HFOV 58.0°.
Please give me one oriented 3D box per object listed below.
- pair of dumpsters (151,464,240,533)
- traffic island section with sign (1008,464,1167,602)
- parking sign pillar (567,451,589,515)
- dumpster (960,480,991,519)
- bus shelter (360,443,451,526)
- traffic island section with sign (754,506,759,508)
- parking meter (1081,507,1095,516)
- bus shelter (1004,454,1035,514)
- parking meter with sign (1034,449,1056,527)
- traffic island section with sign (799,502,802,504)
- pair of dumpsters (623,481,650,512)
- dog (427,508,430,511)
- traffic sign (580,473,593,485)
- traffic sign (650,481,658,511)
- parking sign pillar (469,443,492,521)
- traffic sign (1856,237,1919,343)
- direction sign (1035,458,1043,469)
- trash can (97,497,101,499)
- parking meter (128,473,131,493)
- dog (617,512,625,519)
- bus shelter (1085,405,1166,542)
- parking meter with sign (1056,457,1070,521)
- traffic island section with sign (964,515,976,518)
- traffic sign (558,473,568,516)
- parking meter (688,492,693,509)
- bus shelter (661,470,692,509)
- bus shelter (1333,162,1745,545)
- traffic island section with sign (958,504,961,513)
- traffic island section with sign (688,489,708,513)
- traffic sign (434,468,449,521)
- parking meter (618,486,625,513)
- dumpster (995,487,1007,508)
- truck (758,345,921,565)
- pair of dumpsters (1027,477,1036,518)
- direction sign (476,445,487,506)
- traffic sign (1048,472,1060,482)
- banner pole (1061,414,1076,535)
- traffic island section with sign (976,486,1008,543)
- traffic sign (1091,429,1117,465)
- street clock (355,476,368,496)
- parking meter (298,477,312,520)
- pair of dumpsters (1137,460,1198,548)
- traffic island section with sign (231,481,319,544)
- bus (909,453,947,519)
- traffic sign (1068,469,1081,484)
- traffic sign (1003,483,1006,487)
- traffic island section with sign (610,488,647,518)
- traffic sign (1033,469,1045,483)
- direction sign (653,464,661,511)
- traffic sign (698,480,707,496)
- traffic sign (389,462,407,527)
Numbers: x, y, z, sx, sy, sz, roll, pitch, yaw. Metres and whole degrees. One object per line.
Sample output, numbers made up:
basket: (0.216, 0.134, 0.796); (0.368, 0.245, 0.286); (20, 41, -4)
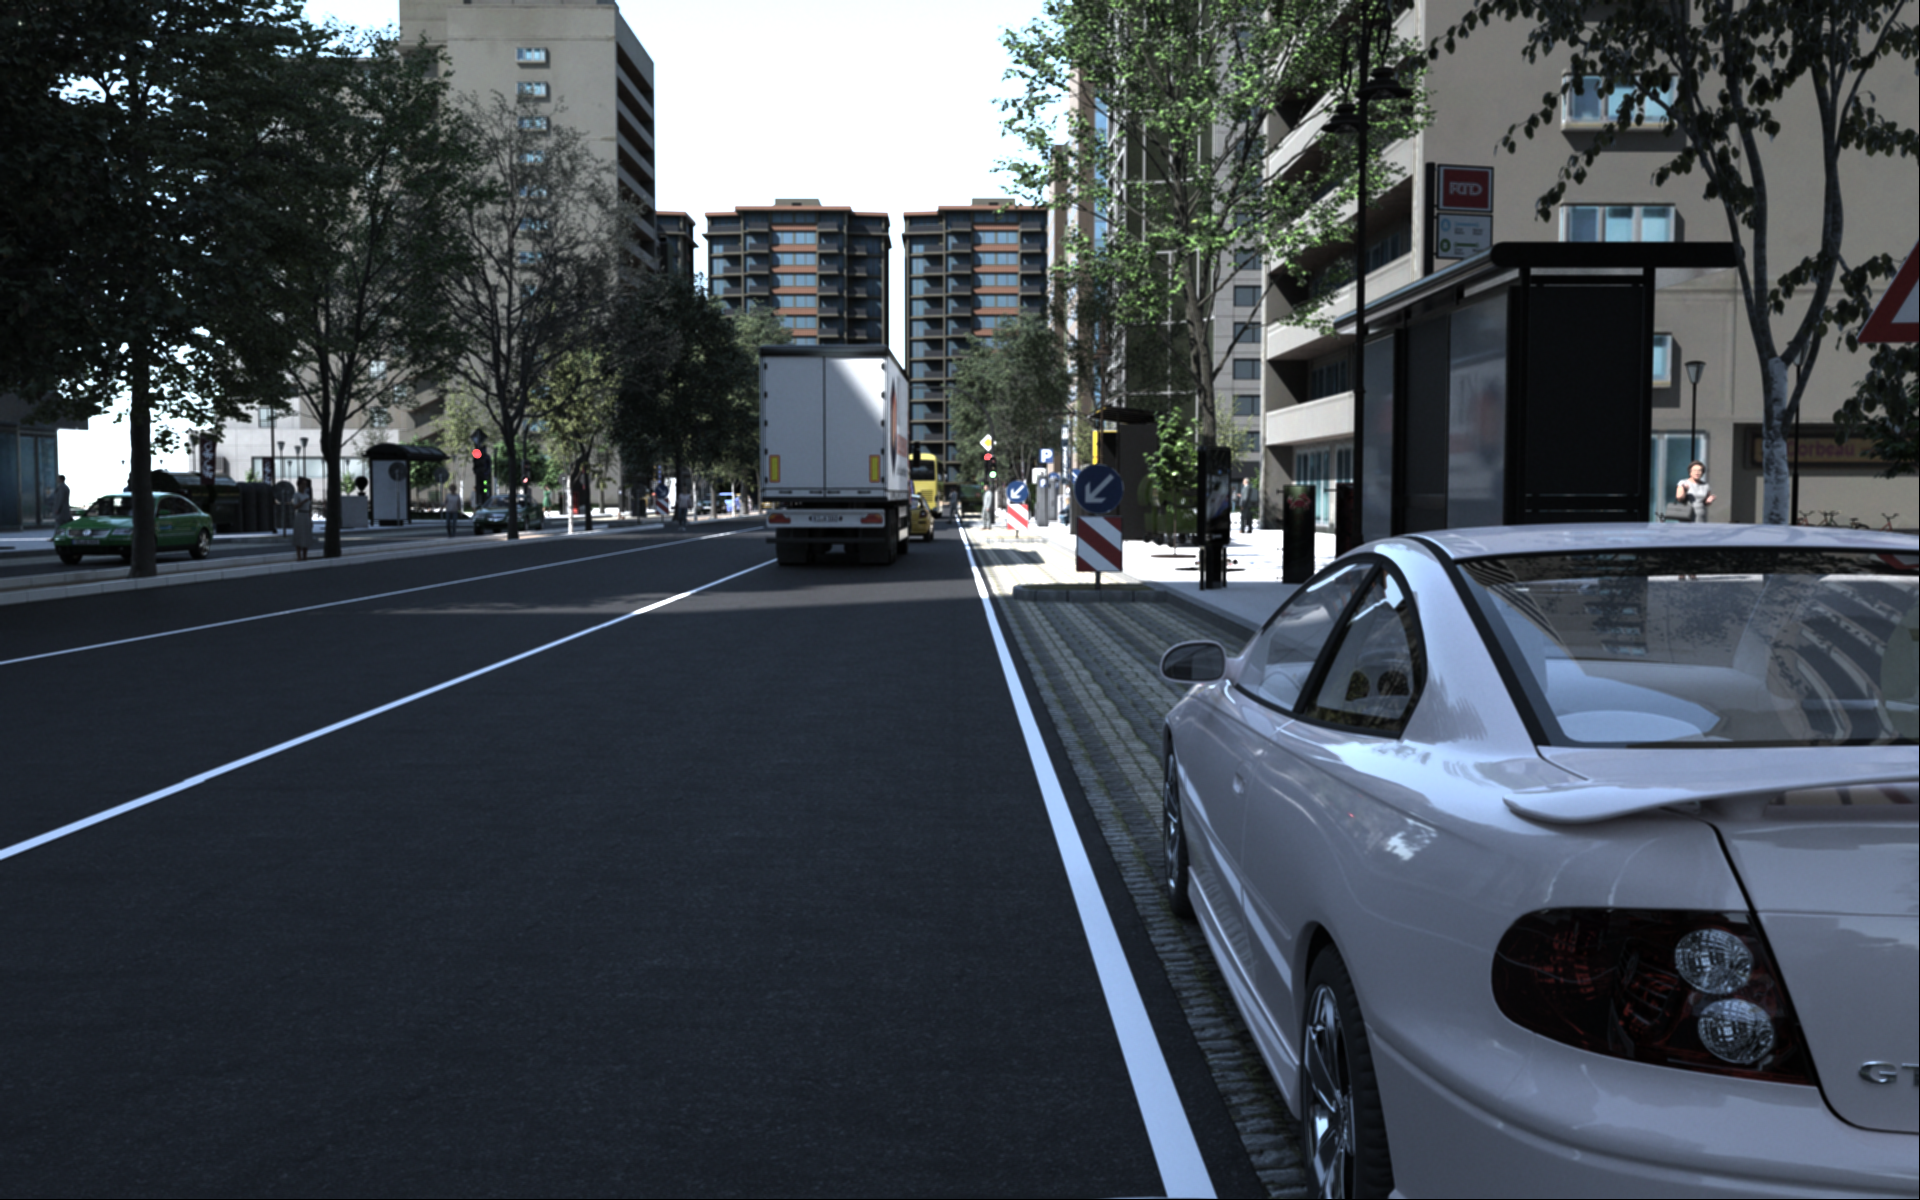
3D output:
pair of dumpsters: (-24.195, -3.165, 54.245); (1.574, 2.255, 4.437); (0, 4, 0)
traffic island section with sign: (1.727, -0.922, 23.700); (1.989, 1.847, 2.006); (0, 4, 0)
parking sign pillar: (-23.594, -7.253, 107.062); (1.447, 3.967, 1.447); (-3, 5, -44)
dumpster: (0.968, -5.883, 101.145); (1.985, 2.255, 1.502); (0, 4, 0)
bus shelter: (-22.769, -4.742, 71.463); (2.014, 3.302, 5.546); (0, 4, 0)
traffic island section with sign: (-20.732, -10.671, 183.096); (1.989, 1.847, 2.006); (0, 4, 0)
parking meter: (3.556, -2.424, 48.040); (0.372, 1.533, 0.369); (0, 3, 0)
bus shelter: (3.602, -6.922, 104.456); (1.731, 3.624, 6.357); (0, 4, 0)
parking meter with sign: (3.235, -4.353, 67.426); (0.543, 3.016, 1.738); (0, 4, -6)
traffic island section with sign: (-14.315, -9.054, 156.172); (2.006, 1.907, 1.989); (0, 4, 0)
pair of dumpsters: (-23.266, -7.420, 123.804); (1.574, 2.255, 4.437); (0, 4, 0)
dog: (-33.264, -5.564, 108.700); (0.550, 0.427, 0.748); (1, 4, 9)
traffic sign: (-22.425, -6.348, 103.901); (0.768, 2.556, 0.104); (0, 4, 0)
traffic sign: (-23.143, -7.887, 131.077); (0.606, 2.300, 0.079); (1, 4, 8)
parking sign pillar: (-23.057, -5.833, 83.844); (1.447, 3.967, 1.447); (0, 4, 1)
traffic sign: (3.600, -0.373, 6.108); (0.884, 2.594, 0.081); (0, 4, 7)
direction sign: (4.834, -7.112, 108.271); (0.876, 3.537, 0.379); (3, 5, 41)
trash can: (-35.722, -3.719, 72.460); (0.748, 1.137, 0.748); (0, 3, 0)
parking meter: (-22.428, -2.541, 47.260); (0.399, 1.863, 0.255); (0, 4, -7)
dog: (-19.303, -4.786, 98.449); (0.550, 0.427, 0.748); (-1, 4, -18)
bus shelter: (4.644, -3.532, 49.030); (1.731, 3.624, 6.357); (0, 4, 0)
parking meter with sign: (4.336, -5.262, 82.291); (1.738, 3.016, 0.543); (2, 4, 35)
traffic island section with sign: (1.195, -5.960, 106.070); (1.989, 1.847, 2.006); (0, 4, 0)
traffic sign: (-23.538, -6.289, 102.935); (0.768, 2.556, 0.104); (0, 4, 6)
parking meter: (-22.741, -8.425, 146.157); (0.372, 1.533, 0.369); (0, 3, 0)
bus shelter: (-24.062, -9.383, 147.335); (2.014, 3.302, 5.546); (0, 4, 0)
bus shelter: (5.462, -2.514, 18.737); (2.179, 5.291, 8.768); (0, 4, 0)
traffic island section with sign: (1.014, -7.633, 133.420); (1.989, 1.847, 2.006); (0, 4, 0)
traffic island section with sign: (-20.404, -7.605, 132.966); (1.989, 1.847, 2.006); (0, 4, 0)
traffic sign: (-24.866, -5.073, 83.049); (0.768, 2.556, 0.104); (0, 4, 5)
parking meter: (-23.225, -6.919, 118.841); (0.399, 1.863, 0.255); (2, 4, 31)
dumpster: (3.278, -7.805, 133.377); (1.264, 1.857, 1.865); (0, 4, 0)
truck: (-2.464, -3.012, 38.167); (2.839, 4.237, 11.283); (0, 4, 1)
pair of dumpsters: (4.338, -5.729, 96.166); (1.574, 2.255, 4.437); (0, 4, 0)
direction sign: (-22.237, -5.418, 80.576); (0.379, 3.537, 0.876); (1, 4, 13)
traffic sign: (5.463, -6.177, 101.095); (0.768, 2.556, 0.104); (0, 4, 5)
banner pole: (3.373, -3.938, 54.405); (0.401, 3.779, 0.863); (-2, 4, -26)
traffic island section with sign: (1.551, -2.587, 50.926); (1.989, 1.847, 2.006); (0, 4, 0)
traffic sign: (5.257, -3.704, 54.425); (2.265, 3.308, 0.079); (0, 4, 6)
street clock: (-24.403, -4.042, 70.651); (0.471, 2.002, 0.358); (-3, 4, -39)
parking meter: (-21.927, -3.200, 58.023); (0.255, 1.863, 0.399); (3, 5, 44)
pair of dumpsters: (5.437, -2.491, 43.221); (1.574, 2.255, 4.437); (0, 4, 0)
traffic island section with sign: (-19.875, -2.560, 50.488); (1.989, 1.847, 2.006); (0, 4, 0)
bus: (-2.392, -6.884, 104.102); (2.896, 3.916, 12.252); (0, 4, 1)
traffic sign: (5.801, -5.311, 86.946); (0.768, 2.556, 0.104); (0, 4, 0)
traffic sign: (3.758, -9.573, 156.631); (0.768, 2.556, 0.104); (1, 4, 9)
traffic island section with sign: (-20.232, -5.956, 106.011); (1.989, 1.847, 2.006); (0, 4, 0)
traffic sign: (3.220, -4.125, 69.572); (0.606, 2.300, 0.079); (0, 4, 3)
direction sign: (-23.144, -8.582, 132.311); (0.876, 3.537, 0.379); (3, 4, 36)
traffic sign: (-22.759, -9.363, 153.192); (0.768, 2.556, 0.104); (0, 4, 3)
traffic sign: (-22.081, -4.155, 68.041); (0.768, 2.556, 0.104); (0, 4, 6)
